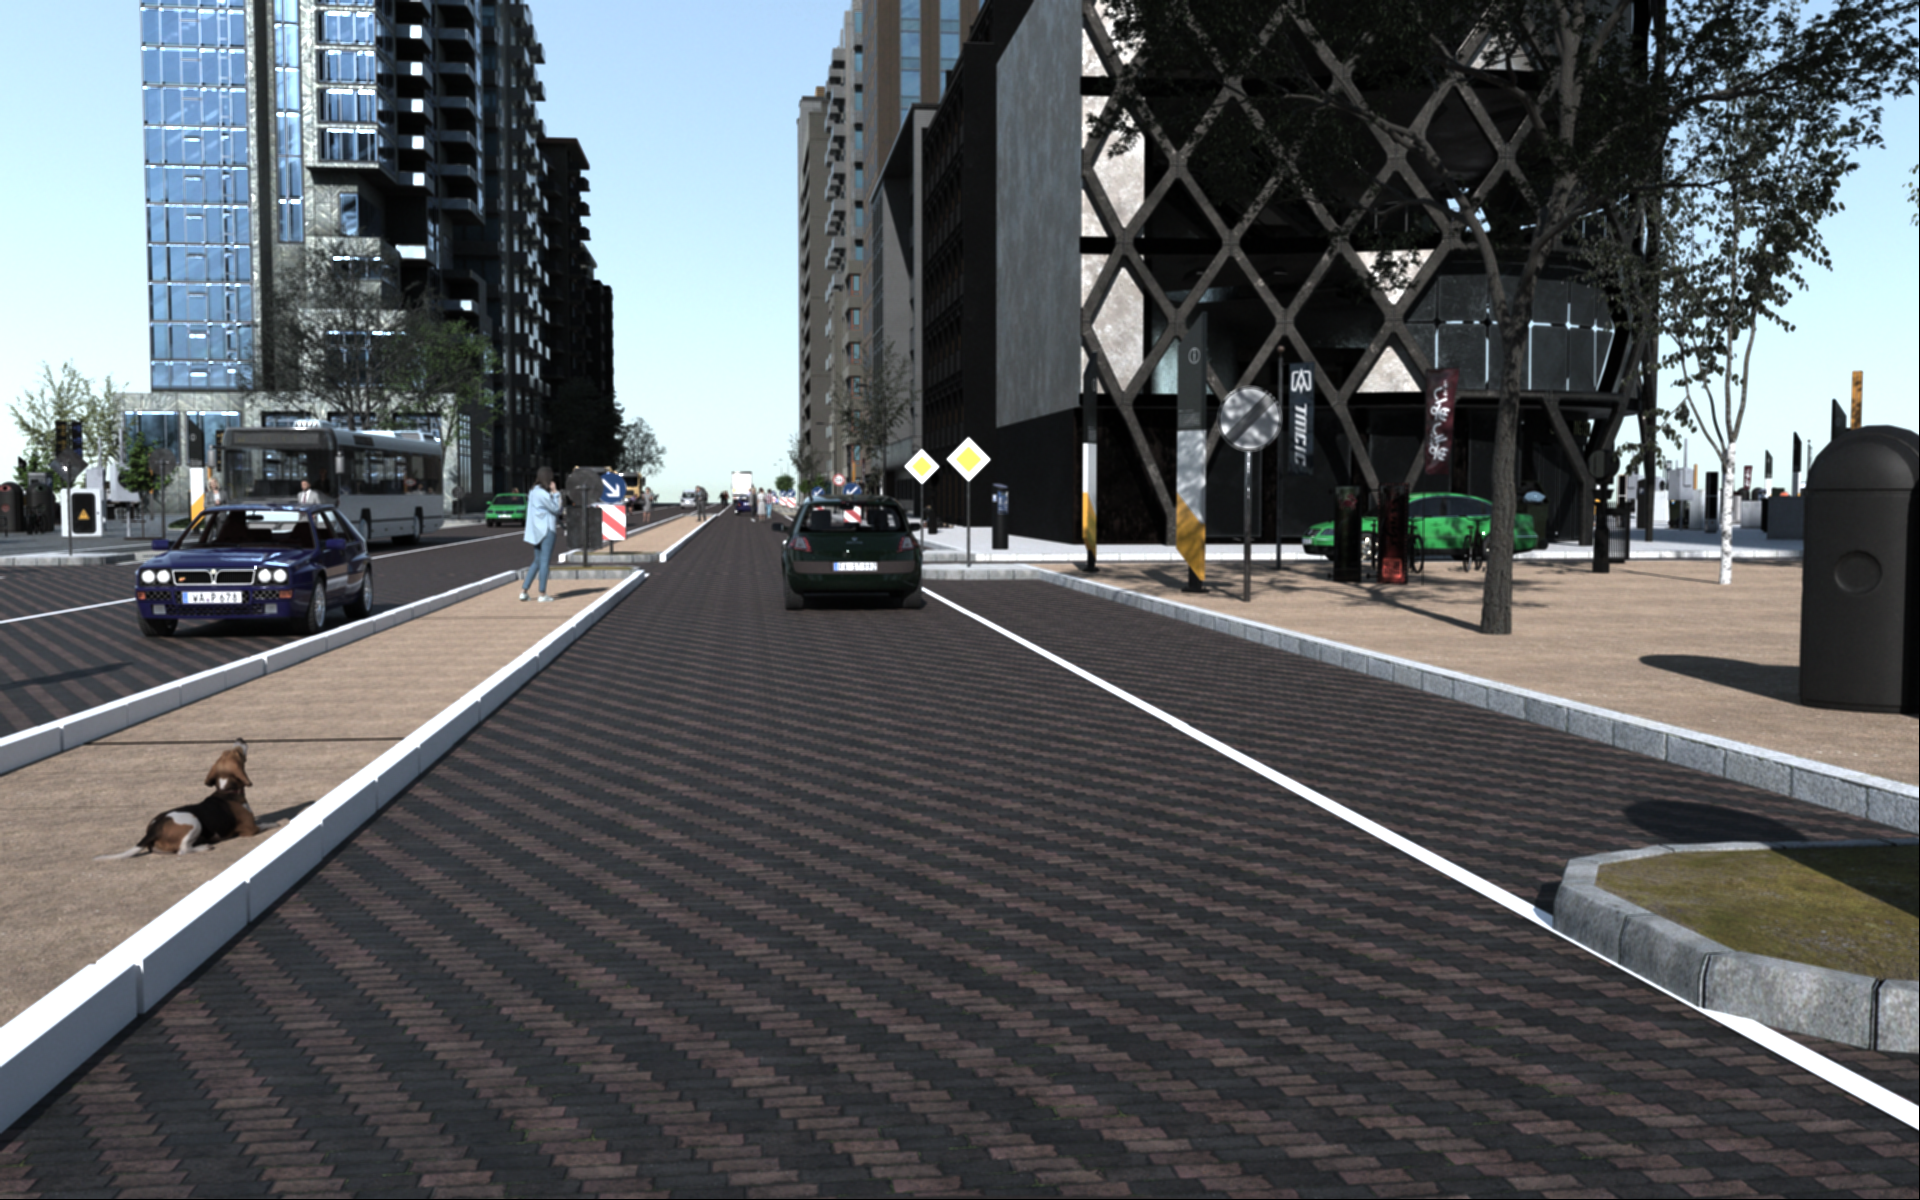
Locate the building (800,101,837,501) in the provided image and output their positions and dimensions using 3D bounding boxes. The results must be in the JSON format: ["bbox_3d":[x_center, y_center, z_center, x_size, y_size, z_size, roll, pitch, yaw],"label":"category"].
[{"bbox_3d":[-8.040,-35.940,211.317,21.300,48.544,21.600,0,4,-7],"label":"building"}]

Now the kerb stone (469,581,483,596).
[{"bbox_3d":[-6.880,-0.130,24.341,0.120,0.150,1.000,0,4,-7],"label":"kerb stone"}]

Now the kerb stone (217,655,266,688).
[{"bbox_3d":[-5.485,0.558,13.137,0.120,0.150,1.000,0,4,-7],"label":"kerb stone"}]

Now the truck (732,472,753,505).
[{"bbox_3d":[-27.961,-14.280,222.385,2.839,4.237,11.283,0,4,-7],"label":"truck"}]

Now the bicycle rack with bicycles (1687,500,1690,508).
[{"bbox_3d":[48.937,-6.296,116.320,2.852,0.926,2.925,-1,4,-17],"label":"bicycle rack with bicycles"}]

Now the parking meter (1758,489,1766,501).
[{"bbox_3d":[41.194,-4.926,88.954,0.372,1.533,0.369,0,3,0],"label":"parking meter"}]

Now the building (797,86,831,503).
[{"bbox_3d":[-13.537,-43.802,258.162,21.231,58.520,28.212,0,4,-7],"label":"building"}]

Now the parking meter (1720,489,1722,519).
[{"bbox_3d":[38.393,-4.827,87.336,0.372,1.533,0.369,0,3,0],"label":"parking meter"}]

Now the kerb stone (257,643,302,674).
[{"bbox_3d":[-5.595,0.491,14.160,0.120,0.150,1.000,0,4,-7],"label":"kerb stone"}]

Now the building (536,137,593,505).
[{"bbox_3d":[-55.948,-33.801,207.276,22.147,44.769,28.867,0,4,-7],"label":"building"}]

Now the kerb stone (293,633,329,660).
[{"bbox_3d":[-5.734,0.430,15.175,0.120,0.150,1.000,0,4,-7],"label":"kerb stone"}]

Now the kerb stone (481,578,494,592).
[{"bbox_3d":[-7.003,-0.189,25.368,0.120,0.150,1.000,0,4,-7],"label":"kerb stone"}]

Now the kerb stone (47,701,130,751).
[{"bbox_3d":[-5.093,0.740,10.092,0.120,0.150,1.000,0,4,-7],"label":"kerb stone"}]

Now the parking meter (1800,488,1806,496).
[{"bbox_3d":[32.960,-3.639,67.915,0.372,1.533,0.369,0,3,0],"label":"parking meter"}]

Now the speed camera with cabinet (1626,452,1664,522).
[{"bbox_3d":[31.977,-5.266,80.432,0.660,3.252,2.038,-3,4,-38],"label":"speed camera with cabinet"}]

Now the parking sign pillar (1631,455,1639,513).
[{"bbox_3d":[46.082,-7.952,118.489,1.447,3.967,1.447,1,4,13],"label":"parking sign pillar"}]

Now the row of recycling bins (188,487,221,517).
[{"bbox_3d":[-41.814,-5.470,96.547,3.534,1.692,1.069,3,4,37],"label":"row of recycling bins"}]

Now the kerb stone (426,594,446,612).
[{"bbox_3d":[-6.494,0.056,21.288,0.120,0.150,1.000,0,4,-7],"label":"kerb stone"}]

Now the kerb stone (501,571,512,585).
[{"bbox_3d":[-7.259,-0.318,27.396,0.120,0.150,1.000,0,4,-7],"label":"kerb stone"}]

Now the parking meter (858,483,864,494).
[{"bbox_3d":[-5.006,-4.943,86.535,0.399,1.863,0.255,0,4,5],"label":"parking meter"}]

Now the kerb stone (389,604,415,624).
[{"bbox_3d":[-6.244,0.180,19.249,0.120,0.150,1.000,0,4,-7],"label":"kerb stone"}]

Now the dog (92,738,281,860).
[{"bbox_3d":[-3.160,0.802,7.077,0.748,0.427,0.550,-2,4,-27],"label":"dog"}]

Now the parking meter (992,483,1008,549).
[{"bbox_3d":[0.937,-1.950,40.296,0.372,1.533,0.369,0,3,0],"label":"parking meter"}]

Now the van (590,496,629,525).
[{"bbox_3d":[-15.869,-4.333,77.853,2.013,2.044,4.112,-1,4,-9],"label":"van"}]

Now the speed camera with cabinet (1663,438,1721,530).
[{"bbox_3d":[26.229,-4.128,61.831,2.038,3.252,0.660,-2,4,-25],"label":"speed camera with cabinet"}]

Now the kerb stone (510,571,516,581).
[{"bbox_3d":[-7.386,-0.380,28.415,0.120,0.150,1.000,0,4,-7],"label":"kerb stone"}]

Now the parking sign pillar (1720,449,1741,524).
[{"bbox_3d":[33.017,-5.257,74.425,1.447,3.967,1.447,2,4,27],"label":"parking sign pillar"}]

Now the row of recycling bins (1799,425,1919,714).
[{"bbox_3d":[6.148,-0.131,9.249,1.069,1.692,3.534,-2,4,-29],"label":"row of recycling bins"}]

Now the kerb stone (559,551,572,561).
[{"bbox_3d":[-8.467,-0.910,37.078,0.120,0.150,1.000,0,4,-7],"label":"kerb stone"}]

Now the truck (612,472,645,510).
[{"bbox_3d":[-29.639,-9.664,153.922,3.469,3.379,9.791,-1,4,-9],"label":"truck"}]

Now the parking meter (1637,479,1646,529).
[{"bbox_3d":[25.178,-3.556,63.844,0.255,1.863,0.399,-2,4,-32],"label":"parking meter"}]

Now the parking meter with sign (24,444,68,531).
[{"bbox_3d":[-32.111,-3.929,60.504,1.738,3.016,0.543,0,4,7],"label":"parking meter with sign"}]

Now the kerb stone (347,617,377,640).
[{"bbox_3d":[-5.990,0.305,17.204,0.120,0.150,1.000,0,4,-7],"label":"kerb stone"}]

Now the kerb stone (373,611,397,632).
[{"bbox_3d":[-6.116,0.247,18.229,0.120,0.150,1.000,0,4,-7],"label":"kerb stone"}]

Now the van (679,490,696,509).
[{"bbox_3d":[-26.620,-9.995,170.431,2.013,2.044,4.112,0,4,-6],"label":"van"}]

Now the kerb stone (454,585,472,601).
[{"bbox_3d":[-6.747,-0.069,23.320,0.120,0.150,1.000,0,4,-7],"label":"kerb stone"}]

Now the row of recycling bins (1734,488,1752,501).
[{"bbox_3d":[51.346,-6.440,112.411,3.534,1.692,1.069,2,4,35],"label":"row of recycling bins"}]

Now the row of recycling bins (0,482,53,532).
[{"bbox_3d":[-32.575,-3.140,58.448,3.534,1.692,1.069,-1,4,-16],"label":"row of recycling bins"}]

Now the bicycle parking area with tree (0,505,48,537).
[{"bbox_3d":[-32.422,-3.989,52.230,8.231,4.147,9.016,0,4,-2],"label":"bicycle parking area with tree"}]

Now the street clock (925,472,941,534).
[{"bbox_3d":[-0.875,-3.181,56.577,0.471,2.002,0.358,-3,5,-41],"label":"street clock"}]

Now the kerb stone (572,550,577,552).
[{"bbox_3d":[-8.586,-0.969,38.094,0.120,0.150,1.000,0,4,-7],"label":"kerb stone"}]

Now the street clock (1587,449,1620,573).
[{"bbox_3d":[10.435,-1.442,28.142,0.358,2.002,0.471,-2,4,-33],"label":"street clock"}]

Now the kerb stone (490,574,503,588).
[{"bbox_3d":[-7.132,-0.256,26.382,0.120,0.150,1.000,0,4,-7],"label":"kerb stone"}]

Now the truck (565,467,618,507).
[{"bbox_3d":[-26.226,-7.866,124.539,3.469,3.379,9.791,0,4,-7],"label":"truck"}]

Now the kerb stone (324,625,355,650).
[{"bbox_3d":[-5.859,0.370,16.190,0.120,0.150,1.000,0,4,-7],"label":"kerb stone"}]

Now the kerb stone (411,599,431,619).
[{"bbox_3d":[-6.366,0.118,20.264,0.120,0.150,1.000,0,4,-7],"label":"kerb stone"}]

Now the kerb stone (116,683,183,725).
[{"bbox_3d":[-5.225,0.678,11.106,0.120,0.150,1.000,0,4,-7],"label":"kerb stone"}]

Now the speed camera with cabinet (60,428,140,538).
[{"bbox_3d":[-25.502,-3.488,51.360,2.038,3.252,0.660,-3,5,-44],"label":"speed camera with cabinet"}]

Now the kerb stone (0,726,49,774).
[{"bbox_3d":[-4.973,0.803,9.074,0.120,0.150,1.000,0,4,-7],"label":"kerb stone"}]

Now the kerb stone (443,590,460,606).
[{"bbox_3d":[-6.621,0.000,22.303,0.120,0.150,1.000,0,4,-7],"label":"kerb stone"}]

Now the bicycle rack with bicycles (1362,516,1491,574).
[{"bbox_3d":[7.891,-0.953,28.971,2.852,0.926,2.925,1,4,18],"label":"bicycle rack with bicycles"}]

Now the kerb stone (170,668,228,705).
[{"bbox_3d":[-5.354,0.616,12.123,0.120,0.150,1.000,0,4,-7],"label":"kerb stone"}]
